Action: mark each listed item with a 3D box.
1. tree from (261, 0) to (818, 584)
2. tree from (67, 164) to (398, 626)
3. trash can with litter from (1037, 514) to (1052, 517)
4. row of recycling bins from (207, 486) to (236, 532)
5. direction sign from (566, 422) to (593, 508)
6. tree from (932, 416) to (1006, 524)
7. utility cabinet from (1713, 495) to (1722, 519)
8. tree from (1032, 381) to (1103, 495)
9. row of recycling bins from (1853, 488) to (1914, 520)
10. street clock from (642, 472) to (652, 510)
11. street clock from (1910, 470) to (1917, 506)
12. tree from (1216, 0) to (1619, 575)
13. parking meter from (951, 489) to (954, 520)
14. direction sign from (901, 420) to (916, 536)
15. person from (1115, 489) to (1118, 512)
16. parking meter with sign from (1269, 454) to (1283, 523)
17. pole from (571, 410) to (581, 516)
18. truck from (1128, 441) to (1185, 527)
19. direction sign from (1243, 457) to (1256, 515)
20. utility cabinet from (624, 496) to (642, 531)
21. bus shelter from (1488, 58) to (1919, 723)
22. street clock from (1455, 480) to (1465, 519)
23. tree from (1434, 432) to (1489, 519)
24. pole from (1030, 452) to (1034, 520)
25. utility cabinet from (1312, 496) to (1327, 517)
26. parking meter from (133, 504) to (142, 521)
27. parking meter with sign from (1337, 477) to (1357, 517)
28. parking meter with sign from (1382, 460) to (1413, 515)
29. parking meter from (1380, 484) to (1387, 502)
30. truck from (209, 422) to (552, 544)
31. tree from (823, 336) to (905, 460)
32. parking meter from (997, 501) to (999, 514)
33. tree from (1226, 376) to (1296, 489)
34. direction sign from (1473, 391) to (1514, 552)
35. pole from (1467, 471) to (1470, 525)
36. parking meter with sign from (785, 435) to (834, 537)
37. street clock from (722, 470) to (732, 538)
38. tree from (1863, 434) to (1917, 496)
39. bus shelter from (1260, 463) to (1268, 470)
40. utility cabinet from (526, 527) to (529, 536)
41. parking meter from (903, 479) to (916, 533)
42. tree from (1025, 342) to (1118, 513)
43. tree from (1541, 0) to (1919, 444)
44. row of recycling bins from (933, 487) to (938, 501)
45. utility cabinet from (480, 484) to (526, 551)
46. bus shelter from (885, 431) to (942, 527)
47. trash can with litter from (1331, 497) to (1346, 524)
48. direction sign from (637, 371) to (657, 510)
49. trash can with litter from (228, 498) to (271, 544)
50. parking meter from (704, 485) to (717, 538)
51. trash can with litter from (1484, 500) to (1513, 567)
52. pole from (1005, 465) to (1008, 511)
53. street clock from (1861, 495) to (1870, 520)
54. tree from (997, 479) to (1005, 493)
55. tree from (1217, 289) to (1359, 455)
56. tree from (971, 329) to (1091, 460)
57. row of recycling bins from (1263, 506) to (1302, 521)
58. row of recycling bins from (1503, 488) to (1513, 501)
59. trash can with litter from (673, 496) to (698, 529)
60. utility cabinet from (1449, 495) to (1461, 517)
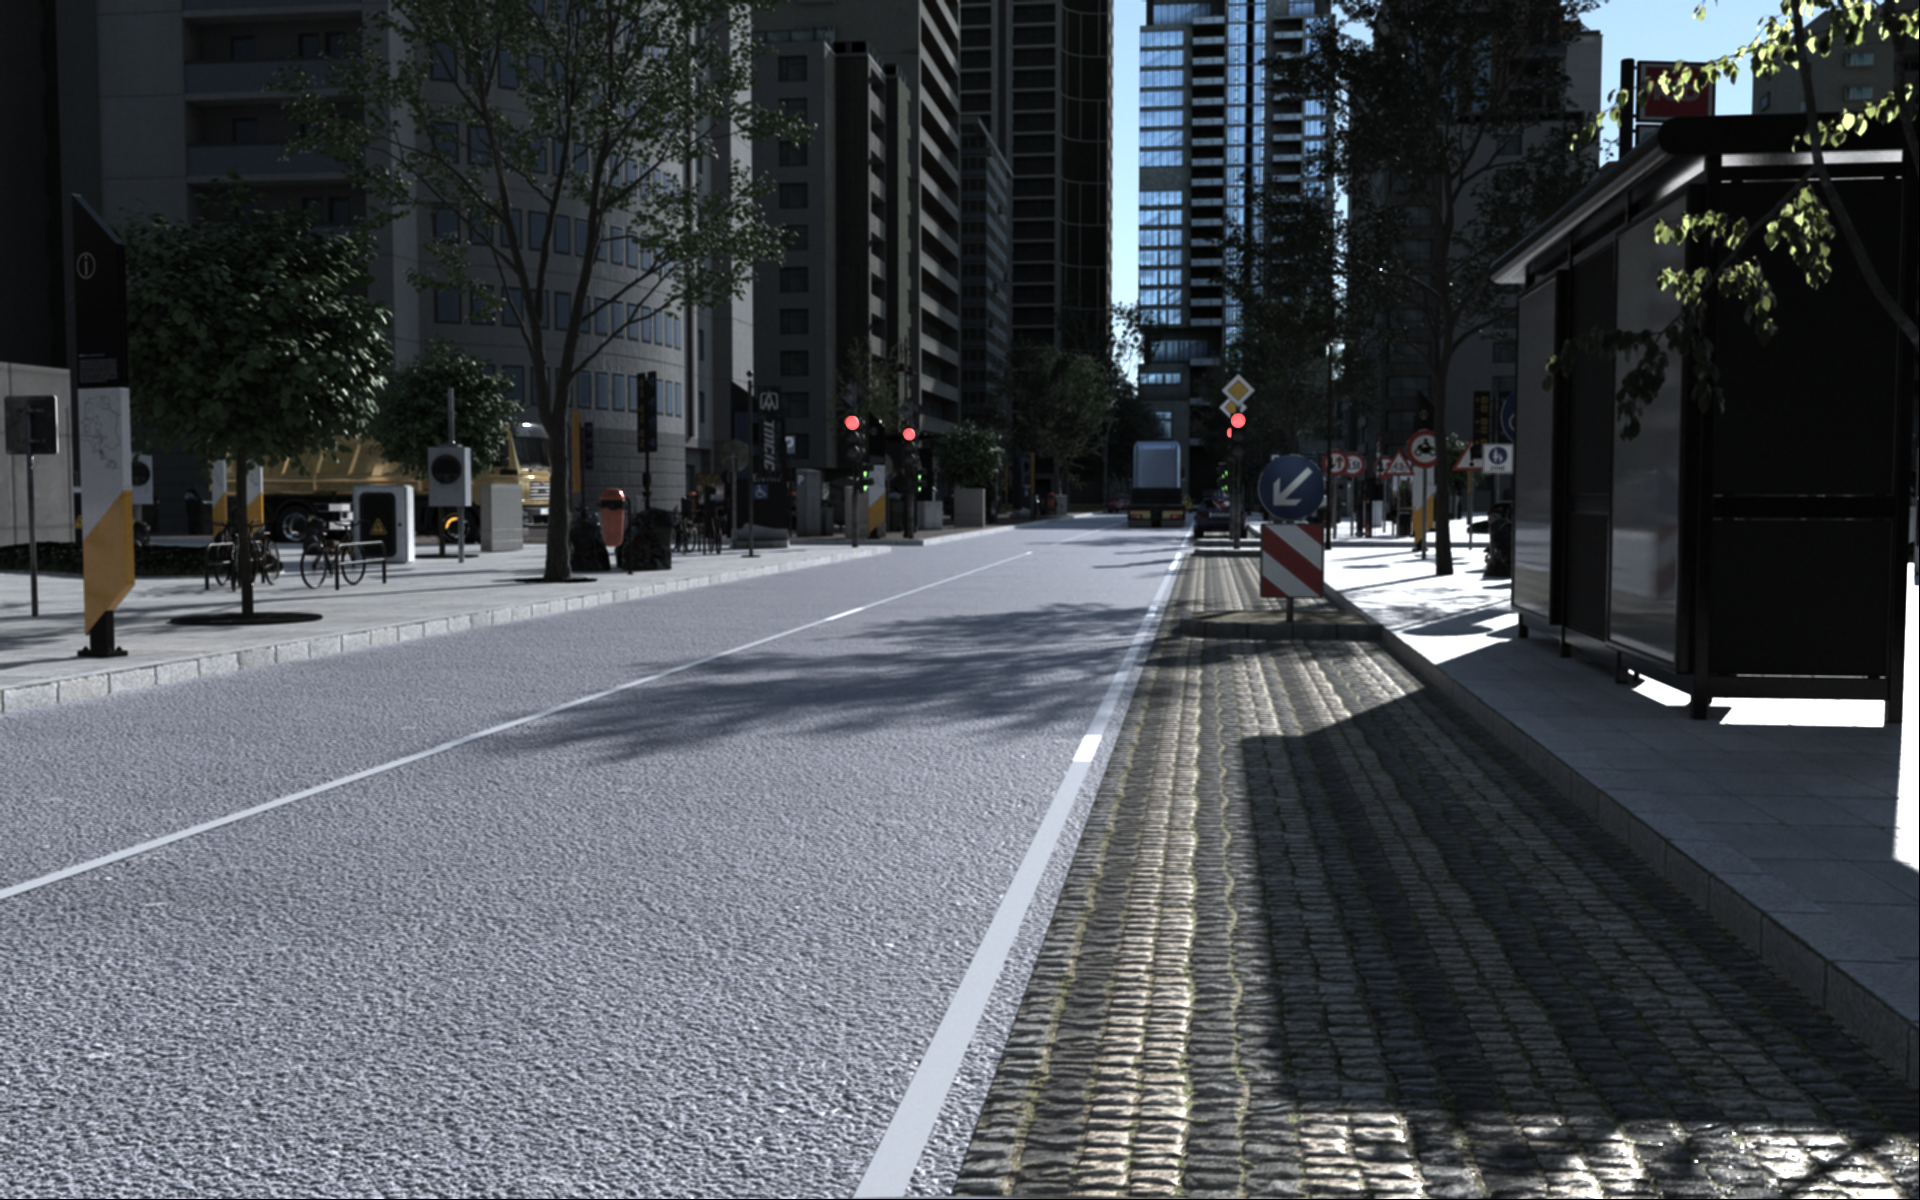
[{"bbox_3d":[-5.869,-6.058,24.805,9.928,11.665,9.643,0,3,0],"label":"tree"},{"bbox_3d":[-7.243,-2.070,17.551,4.285,4.588,4.351,0,3,0],"label":"tree"},{"bbox_3d":[4.285,-5.289,97.532,2.233,1.210,1.678,-2,4,-24],"label":"trash can with litter"},{"bbox_3d":[-25.726,-3.252,60.280,1.069,1.692,3.534,-2,4,-35],"label":"row of recycling bins"},{"bbox_3d":[-11.925,-3.843,54.822,0.876,3.537,0.379,2,4,35],"label":"direction sign"},{"bbox_3d":[0.302,-5.491,73.488,4.285,4.588,4.351,0,3,0],"label":"tree"},{"bbox_3d":[38.668,-4.729,88.473,1.020,1.237,0.306,3,4,36],"label":"utility cabinet"},{"bbox_3d":[6.372,-9.680,108.626,4.360,8.622,3.978,0,3,0],"label":"tree"},{"bbox_3d":[40.582,-4.219,76.090,1.069,1.692,3.534,0,4,-5],"label":"row of recycling bins"},{"bbox_3d":[-10.336,-3.218,57.188,0.358,2.002,0.471,0,4,-3],"label":"street clock"},{"bbox_3d":[29.135,-2.949,52.794,0.358,2.002,0.471,0,4,4],"label":"street clock"},{"bbox_3d":[7.378,-5.680,27.280,7.601,10.594,8.767,0,4,-3],"label":"tree"},{"bbox_3d":[-0.276,-4.749,86.049,0.372,1.533,0.369,0,3,0],"label":"parking meter"},{"bbox_3d":[-1.594,-3.764,53.533,0.379,3.537,0.876,2,4,27],"label":"direction sign"},{"bbox_3d":[12.259,-7.778,135.654,0.705,1.826,1.348,1,4,11],"label":"person"},{"bbox_3d":[13.716,-4.809,74.893,0.543,3.016,1.738,0,4,5],"label":"parking meter with sign"},{"bbox_3d":[-9.364,-2.961,42.251,0.158,3.312,0.155,0,3,0],"label":"pole"},{"bbox_3d":[9.378,-5.678,82.601,2.967,4.110,18.799,0,4,6],"label":"truck"},{"bbox_3d":[17.619,-6.936,105.399,0.876,3.537,0.379,3,5,44],"label":"direction sign"},{"bbox_3d":[-11.667,-3.040,60.869,1.020,1.237,0.306,2,4,30],"label":"utility cabinet"},{"bbox_3d":[5.571,-2.212,13.798,2.179,5.291,8.768,1,4,8],"label":"bus shelter"},{"bbox_3d":[25.567,-5.142,88.636,0.471,2.002,0.358,1,4,10],"label":"street clock"},{"bbox_3d":[25.870,-6.536,90.576,4.285,4.588,4.351,0,3,0],"label":"tree"},{"bbox_3d":[3.517,-5.532,84.292,0.158,3.312,0.155,0,3,0],"label":"pole"},{"bbox_3d":[16.785,-4.255,80.733,0.306,1.237,1.020,3,5,42],"label":"utility cabinet"},{"bbox_3d":[-18.911,-1.907,39.596,0.372,1.533,0.369,0,3,0],"label":"parking meter"},{"bbox_3d":[21.250,-6.085,95.752,0.543,3.016,1.738,-3,5,-39],"label":"parking meter with sign"},{"bbox_3d":[22.214,-5.625,88.222,1.738,3.016,0.543,-2,4,-29],"label":"parking meter with sign"},{"bbox_3d":[24.168,-5.697,98.856,0.399,1.863,0.255,-2,4,-32],"label":"parking meter"},{"bbox_3d":[-15.141,-3.114,46.835,9.791,3.379,3.469,1,4,8],"label":"truck"},{"bbox_3d":[-4.033,-7.924,79.919,4.737,8.622,4.395,0,3,0],"label":"tree"},{"bbox_3d":[2.285,-6.272,110.961,0.372,1.533,0.369,0,3,0],"label":"parking meter"},{"bbox_3d":[16.826,-8.800,94.243,4.360,8.622,3.978,0,3,0],"label":"tree"},{"bbox_3d":[11.737,-2.823,38.152,0.876,3.537,0.379,0,4,6],"label":"direction sign"},{"bbox_3d":[21.277,-4.796,72.260,0.158,3.312,0.155,0,3,0],"label":"pole"},{"bbox_3d":[-4.550,-3.426,52.280,0.543,3.016,1.738,3,4,38],"label":"parking meter with sign"},{"bbox_3d":[-6.693,-2.813,50.558,0.471,2.002,0.358,-3,5,-41],"label":"street clock"},{"bbox_3d":[15.399,-2.131,29.438,1.663,3.219,1.824,0,3,0],"label":"tree"},{"bbox_3d":[18.868,-6.648,102.625,2.014,3.302,5.546,1,4,8],"label":"bus shelter"},{"bbox_3d":[-13.525,-2.644,51.906,1.173,1.500,0.318,1,4,18],"label":"utility cabinet"},{"bbox_3d":[-1.664,-3.145,57.140,0.399,1.863,0.255,-2,4,-27],"label":"parking meter"},{"bbox_3d":[7.269,-11.844,119.411,9.928,11.665,9.643,0,3,0],"label":"tree"},{"bbox_3d":[4.150,-3.477,7.208,4.360,8.622,3.978,0,3,0],"label":"tree"},{"bbox_3d":[-2.276,-5.046,89.622,1.069,1.692,3.534,-2,4,-34],"label":"row of recycling bins"},{"bbox_3d":[-10.240,-1.834,38.657,0.318,1.500,1.173,1,4,21],"label":"utility cabinet"},{"bbox_3d":[-2.029,-4.636,67.088,1.731,3.624,6.357,0,4,8],"label":"bus shelter"},{"bbox_3d":[16.387,-3.934,75.710,0.624,1.170,1.055,2,4,33],"label":"trash can with litter"},{"bbox_3d":[-5.829,-2.466,32.310,0.379,3.537,0.876,-2,4,-32],"label":"direction sign"},{"bbox_3d":[-18.320,-2.035,44.665,1.055,1.170,0.624,0,4,1],"label":"trash can with litter"},{"bbox_3d":[-7.348,-2.607,51.039,0.372,1.533,0.369,0,3,0],"label":"parking meter"},{"bbox_3d":[9.386,-1.153,30.234,0.624,1.170,1.055,0,4,1],"label":"trash can with litter"},{"bbox_3d":[3.235,-7.748,120.524,0.158,3.312,0.155,0,3,0],"label":"pole"},{"bbox_3d":[29.197,-3.137,55.864,0.358,2.002,0.471,0,4,0],"label":"street clock"},{"bbox_3d":[2.485,-7.776,121.746,1.663,3.219,1.824,0,3,0],"label":"tree"},{"bbox_3d":[16.434,-9.827,86.420,9.928,11.665,9.643,0,3,0],"label":"tree"},{"bbox_3d":[3.870,-10.051,98.754,7.601,10.594,8.767,-3,4,-36],"label":"tree"},{"bbox_3d":[15.511,-4.650,83.145,1.069,1.692,3.534,-1,4,-10],"label":"row of recycling bins"},{"bbox_3d":[37.765,-6.670,116.174,3.534,1.692,1.069,-2,4,-35],"label":"row of recycling bins"},{"bbox_3d":[-10.533,-3.269,64.512,2.233,1.210,1.678,-3,5,-41],"label":"trash can with litter"},{"bbox_3d":[27.852,-5.279,97.479,0.306,1.237,1.020,0,4,-8],"label":"utility cabinet"}]
